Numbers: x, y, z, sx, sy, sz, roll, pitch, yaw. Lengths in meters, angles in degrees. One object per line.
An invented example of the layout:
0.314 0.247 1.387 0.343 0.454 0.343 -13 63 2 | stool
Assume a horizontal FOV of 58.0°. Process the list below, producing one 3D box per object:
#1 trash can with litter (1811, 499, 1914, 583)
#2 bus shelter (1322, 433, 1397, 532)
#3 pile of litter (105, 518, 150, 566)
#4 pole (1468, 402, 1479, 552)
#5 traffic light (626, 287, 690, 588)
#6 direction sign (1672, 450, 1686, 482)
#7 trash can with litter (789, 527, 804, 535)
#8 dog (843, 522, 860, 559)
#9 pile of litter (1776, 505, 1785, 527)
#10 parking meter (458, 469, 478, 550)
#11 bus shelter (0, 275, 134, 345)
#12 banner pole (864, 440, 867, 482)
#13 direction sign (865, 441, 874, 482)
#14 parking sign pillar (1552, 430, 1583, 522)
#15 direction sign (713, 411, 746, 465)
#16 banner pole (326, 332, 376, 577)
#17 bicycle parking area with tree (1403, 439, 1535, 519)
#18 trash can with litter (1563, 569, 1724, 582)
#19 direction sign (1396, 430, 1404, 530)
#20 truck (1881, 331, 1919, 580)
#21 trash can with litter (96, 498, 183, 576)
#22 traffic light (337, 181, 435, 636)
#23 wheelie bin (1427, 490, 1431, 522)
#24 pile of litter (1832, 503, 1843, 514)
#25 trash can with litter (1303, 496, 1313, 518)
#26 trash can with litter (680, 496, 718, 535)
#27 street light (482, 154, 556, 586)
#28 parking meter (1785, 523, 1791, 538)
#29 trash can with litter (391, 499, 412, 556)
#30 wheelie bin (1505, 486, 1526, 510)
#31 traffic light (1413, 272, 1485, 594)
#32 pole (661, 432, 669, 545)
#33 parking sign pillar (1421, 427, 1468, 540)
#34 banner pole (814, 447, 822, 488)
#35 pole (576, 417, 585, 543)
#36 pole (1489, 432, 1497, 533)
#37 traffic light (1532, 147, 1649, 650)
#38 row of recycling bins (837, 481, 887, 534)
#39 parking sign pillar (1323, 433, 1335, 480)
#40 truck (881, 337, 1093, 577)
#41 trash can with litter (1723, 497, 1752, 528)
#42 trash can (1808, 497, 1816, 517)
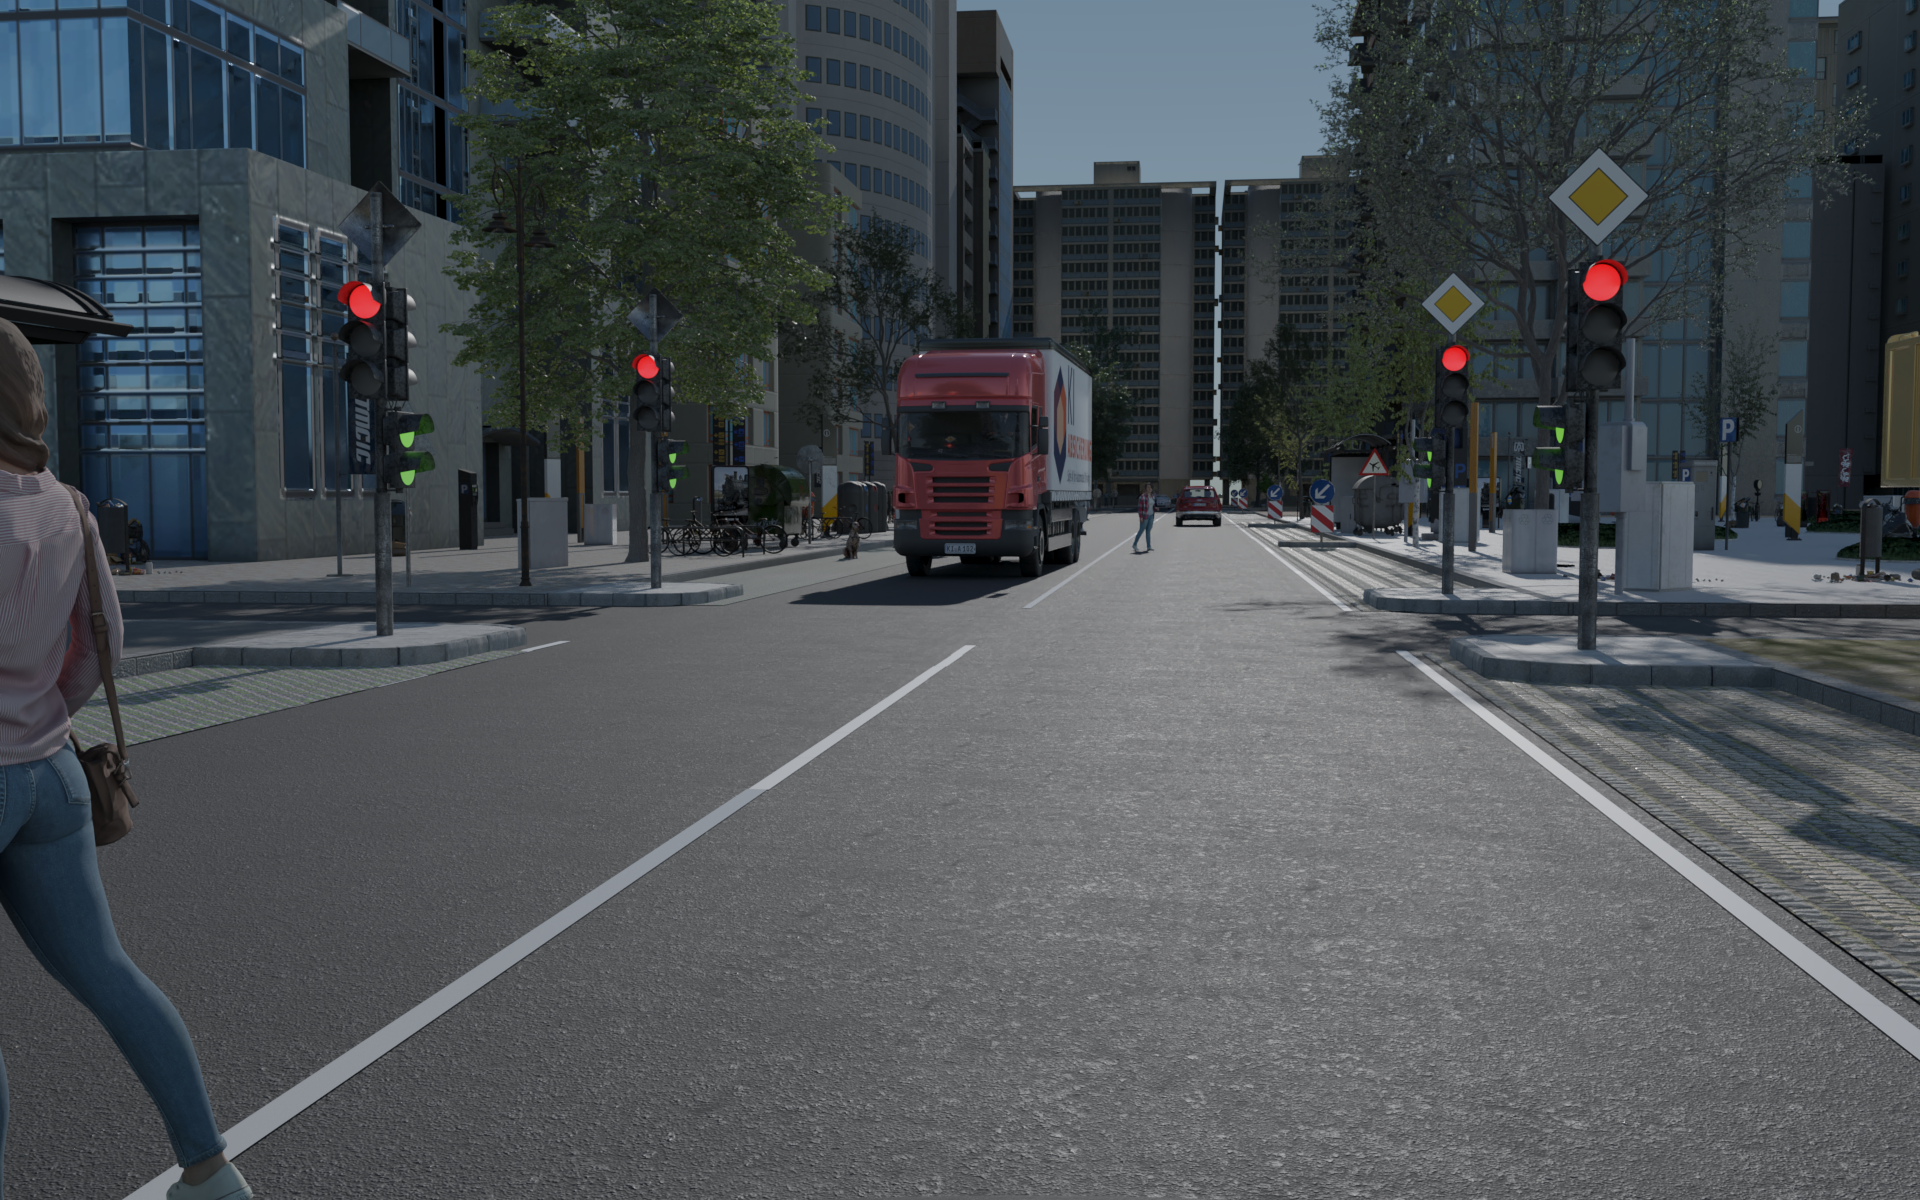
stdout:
13.241 -0.897 25.717 2.233 1.210 1.678 -3 4 -39 | trash can with litter
13.864 -4.063 60.359 2.014 3.302 5.546 0 4 8 | bus shelter
-15.436 -1.082 31.658 1.176 0.858 1.719 0 4 0 | pile of litter
11.464 -2.741 38.661 0.158 3.312 0.155 0 3 0 | pole
-4.128 -2.116 23.512 0.839 4.253 0.868 0 4 8 | traffic light
37.296 -5.991 89.947 0.876 3.537 0.379 -2 4 -23 | direction sign
-5.286 -2.608 54.023 0.624 1.170 1.055 2 4 25 | trash can with litter
-2.327 -1.312 38.289 0.513 0.831 0.800 1 4 16 | dog
32.837 -3.323 68.304 1.719 0.858 1.176 -3 4 -38 | pile of litter
-11.362 -2.099 40.029 0.399 1.863 0.255 1 4 19 | parking meter
-9.142 -1.214 13.765 2.014 3.302 5.546 0 4 8 | bus shelter
-4.406 -5.565 80.997 0.401 3.779 0.863 0 4 5 | banner pole
-3.873 -5.022 74.103 0.379 3.537 0.876 1 4 22 | direction sign
22.146 -4.538 62.673 1.447 3.967 1.447 2 4 26 | parking sign pillar
-6.265 -3.367 47.045 0.876 3.537 0.379 0 4 -3 | direction sign
-9.461 -2.261 26.991 0.863 3.779 0.401 -1 4 -13 | banner pole
26.740 -6.336 90.592 8.231 4.147 9.016 2 4 27 | bicycle parking area with tree
10.125 -0.913 25.989 1.678 1.210 2.233 -2 4 -29 | trash can with litter
15.605 -4.256 61.579 0.379 3.537 0.876 2 4 27 | direction sign
14.461 -1.262 16.551 9.791 3.379 3.469 1 4 10 | truck
-13.806 -1.019 27.717 2.233 1.210 1.678 1 4 14 | trash can with litter
-5.203 -1.632 15.599 0.839 4.253 0.868 0 4 8 | traffic light
21.890 -4.397 79.798 0.980 1.594 0.693 1 4 14 | wheelie bin
41.094 -4.072 80.539 1.719 0.858 1.176 -3 4 -37 | pile of litter
18.999 -5.061 94.135 1.055 1.170 0.624 -3 5 -41 | trash can with litter
-8.109 -2.694 55.098 1.678 1.210 2.233 1 4 14 | trash can with litter
-6.070 -3.134 24.021 0.468 5.910 1.993 0 4 8 | street light
24.561 -2.773 51.049 0.399 1.863 0.255 2 4 28 | parking meter
-11.633 -1.507 36.025 0.624 1.170 1.055 -2 4 -26 | trash can with litter
21.555 -3.625 67.184 0.693 1.594 0.980 2 4 32 | wheelie bin
6.241 -2.031 22.123 0.839 4.253 0.868 0 4 8 | traffic light
-7.511 -3.069 44.016 0.158 3.312 0.155 0 3 0 | pole
13.641 -3.660 48.312 1.447 3.967 1.447 -1 4 -12 | parking sign pillar
-6.434 -5.535 80.515 0.863 3.779 0.401 2 4 26 | banner pole
-10.000 -3.168 45.647 0.158 3.312 0.155 0 3 0 | pole
17.614 -3.877 57.231 0.158 3.312 0.155 0 3 0 | pole
5.165 -1.547 14.211 0.839 4.253 0.868 0 4 8 | traffic light
-3.260 -3.054 57.050 1.069 1.692 3.534 1 4 14 | row of recycling bins
15.897 -5.271 74.658 1.447 3.967 1.447 1 4 10 | parking sign pillar
0.824 -2.723 33.437 2.839 4.237 11.283 1 4 9 | truck
29.166 -3.282 65.043 0.624 1.170 1.055 -2 4 -25 | trash can with litter
40.659 -4.340 82.605 0.748 1.137 0.748 0 3 0 | trash can
